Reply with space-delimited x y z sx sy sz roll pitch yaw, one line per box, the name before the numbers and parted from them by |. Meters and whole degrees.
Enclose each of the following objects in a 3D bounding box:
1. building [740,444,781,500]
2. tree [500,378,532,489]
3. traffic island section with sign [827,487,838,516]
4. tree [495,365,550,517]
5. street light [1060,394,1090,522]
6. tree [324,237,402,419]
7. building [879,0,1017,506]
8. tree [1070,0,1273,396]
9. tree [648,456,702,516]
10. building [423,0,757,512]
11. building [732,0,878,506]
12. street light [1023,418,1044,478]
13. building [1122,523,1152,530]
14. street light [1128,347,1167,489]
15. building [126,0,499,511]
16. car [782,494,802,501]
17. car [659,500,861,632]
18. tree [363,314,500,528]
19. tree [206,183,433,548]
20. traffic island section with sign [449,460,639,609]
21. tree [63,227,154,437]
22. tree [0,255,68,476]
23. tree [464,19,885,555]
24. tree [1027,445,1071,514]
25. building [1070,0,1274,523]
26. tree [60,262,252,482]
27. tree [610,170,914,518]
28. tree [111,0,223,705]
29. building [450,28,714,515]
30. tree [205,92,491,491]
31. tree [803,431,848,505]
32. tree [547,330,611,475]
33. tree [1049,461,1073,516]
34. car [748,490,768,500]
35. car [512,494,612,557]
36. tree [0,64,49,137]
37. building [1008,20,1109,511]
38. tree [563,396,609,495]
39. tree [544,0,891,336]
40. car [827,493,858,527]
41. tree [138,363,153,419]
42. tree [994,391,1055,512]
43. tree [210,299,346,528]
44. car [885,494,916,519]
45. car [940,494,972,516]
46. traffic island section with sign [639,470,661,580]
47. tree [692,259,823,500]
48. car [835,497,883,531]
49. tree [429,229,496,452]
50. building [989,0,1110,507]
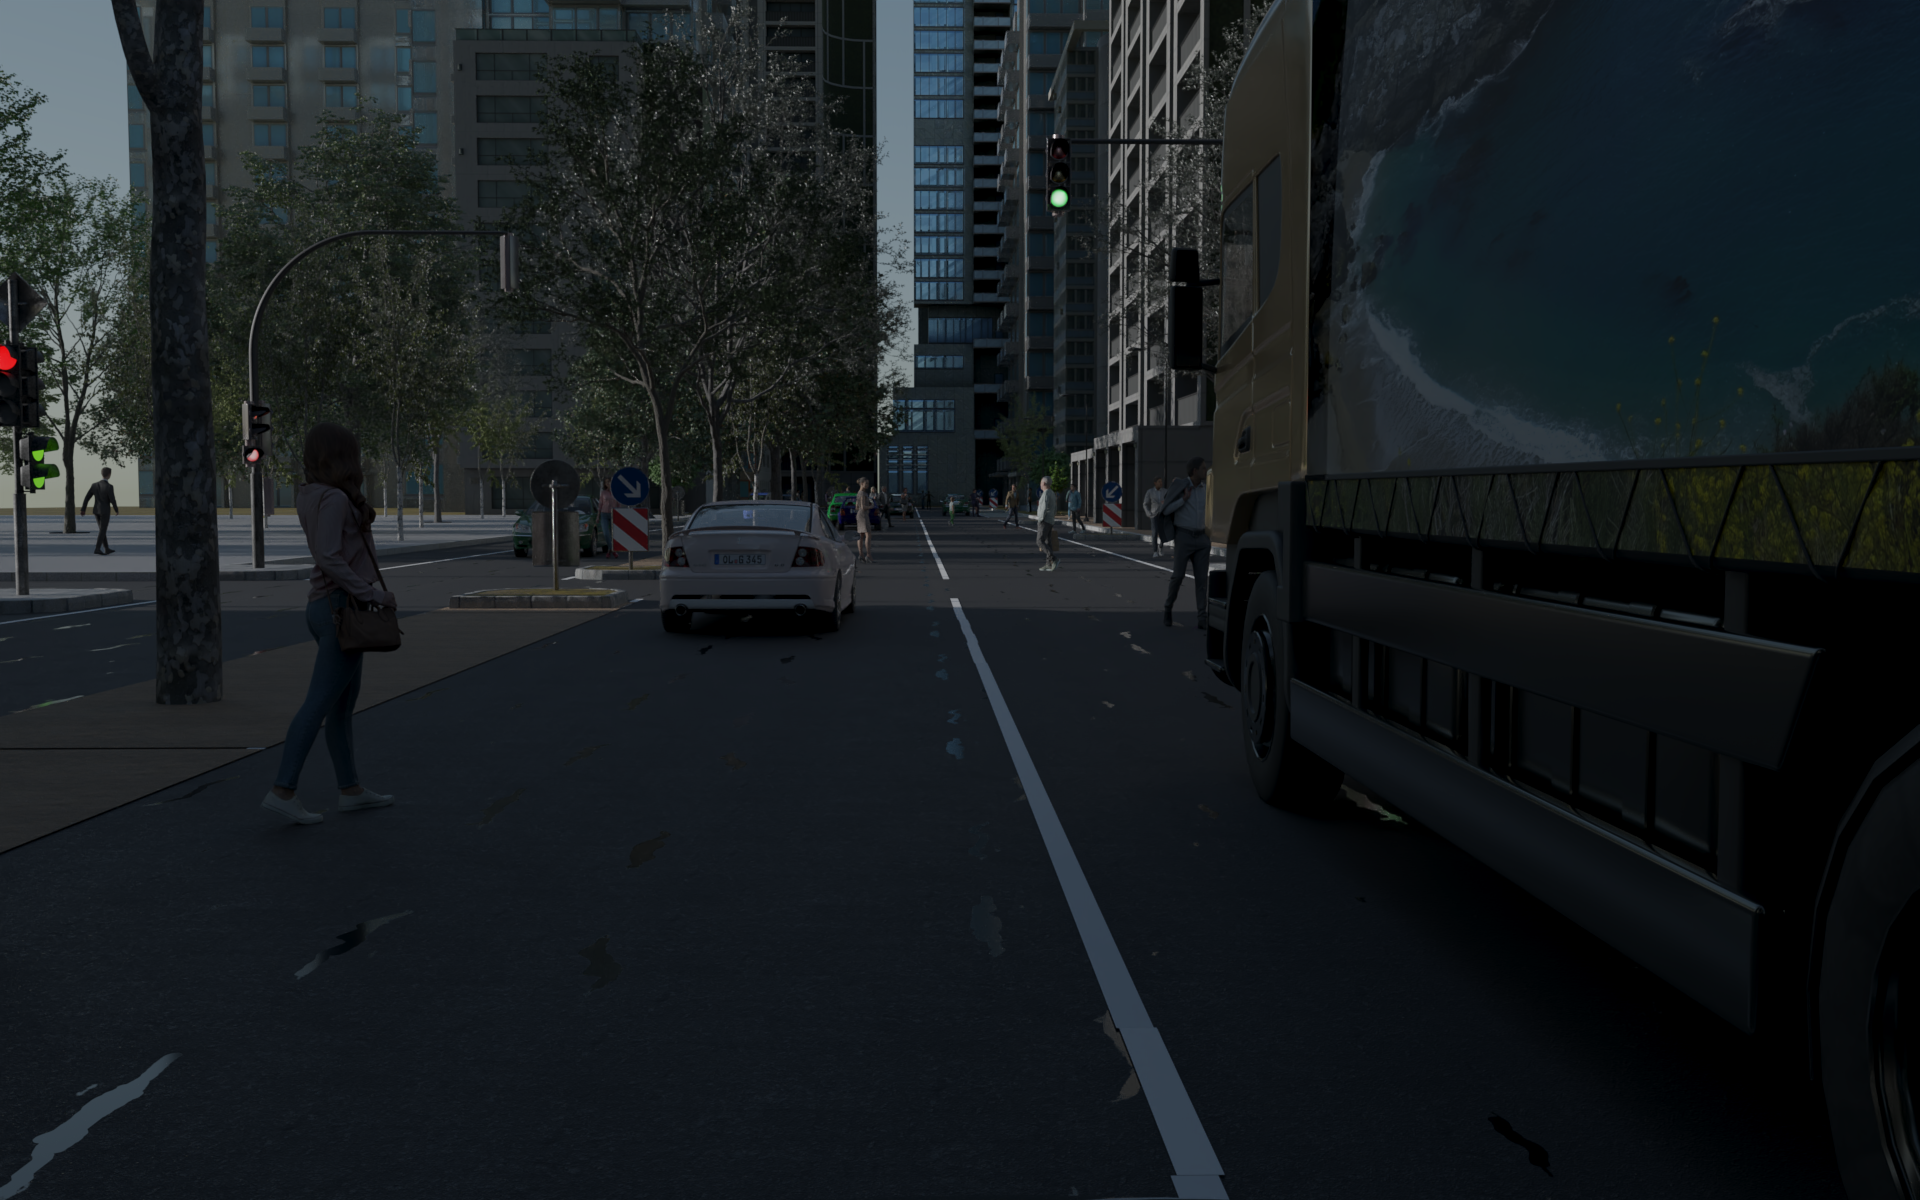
building | -32.800 -19.689 166.956 28.899 21.520 27.650 0 4 -2
tree | -24.591 -8.525 89.751 4.737 8.622 4.395 0 3 0
traffic island section with sign | -7.767 -5.924 104.987 2.006 1.907 1.989 0 4 -2
tree | -25.097 -8.908 96.016 4.360 8.622 3.978 0 3 0
street light | 5.351 -6.611 80.638 1.470 5.913 1.316 0 4 -2
tree | -23.452 -10.199 77.129 12.009 13.543 11.850 0 3 0
building | 6.328 -54.159 198.175 31.000 86.520 22.319 0 4 -2
tree | 7.959 -8.117 43.079 12.009 13.543 11.850 0 3 0
tree | -16.588 -7.155 100.691 4.285 4.588 4.351 0 3 0
building | -28.434 -31.423 133.377 23.786 49.044 30.456 0 4 -2
building | -19.873 -46.424 197.284 20.611 71.187 20.563 0 4 -2
street light | 4.524 -8.131 105.479 1.470 5.913 1.316 0 4 -2
building | 16.406 -38.302 64.495 20.563 71.187 20.611 0 4 -2
street light | 5.997 -5.042 54.979 1.470 5.913 1.316 0 4 -2
building | -62.617 -33.510 167.496 30.456 49.044 23.786 0 4 -2
car | -11.487 -6.314 115.234 2.014 1.417 4.499 0 4 -1
car | -2.181 -0.433 19.436 2.083 1.381 4.827 0 4 0
tree | -20.388 -7.079 66.105 4.737 8.622 4.395 0 3 0
tree | -15.515 -5.534 40.850 4.360 8.622 3.978 0 3 0
traffic island section with sign | -5.377 -0.877 22.476 2.006 1.907 1.989 0 4 -2
tree | -22.057 -5.949 47.630 4.360 8.622 3.978 0 3 0
tree | -40.233 -9.253 69.416 7.486 12.596 7.792 0 3 0
tree | -5.515 -5.880 33.014 8.767 10.594 7.601 0 4 -2
tree | 6.114 -7.931 113.383 4.285 4.588 4.351 0 3 0
building | 17.214 -40.051 93.088 20.563 71.187 20.611 0 4 -2
tree | -36.760 -10.088 81.945 9.611 12.733 9.660 0 3 0
tree | -6.443 -8.618 60.365 9.611 12.733 9.660 0 3 0
tree | -6.529 -9.404 12.105 12.611 20.169 13.585 0 3 0
building | -23.789 -20.795 111.696 14.160 30.474 14.107 0 4 -2
tree | -20.031 -9.185 56.830 9.857 13.997 8.962 0 3 0
tree | -7.297 -8.283 88.245 4.737 8.622 4.395 0 3 0
tree | -16.607 -10.649 91.120 9.611 12.733 9.660 0 3 0
tree | 5.625 -6.551 101.717 1.663 3.219 1.824 0 3 0
car | -10.196 -4.862 89.090 1.945 1.707 3.694 0 4 -2
car | -9.334 -1.787 41.018 2.131 1.459 4.920 0 4 -3
tree | -23.492 -6.900 38.567 9.928 11.665 9.643 0 3 0
building | 20.282 -27.319 138.548 32.217 40.220 23.993 0 4 -2
tree | -20.997 -9.212 100.981 4.737 8.622 4.395 0 3 0
tree | -6.023 -7.949 42.801 12.009 13.543 11.850 0 3 0
car | -4.706 -3.982 73.902 1.959 1.807 4.718 0 4 -2
tree | -32.948 -7.550 73.799 4.737 8.622 4.395 0 3 0
tree | 4.593 -10.567 123.131 4.737 8.622 4.395 0 3 0
tree | -26.184 -7.002 64.841 4.737 8.622 4.395 0 3 0
car | -3.571 -5.645 102.082 2.009 1.686 4.222 0 4 -1
car | -0.272 -6.305 114.886 2.131 1.459 4.920 0 4 -1
traffic island section with sign | -5.582 -1.330 29.880 2.006 1.907 1.989 0 4 -2
tree | -6.065 -6.018 51.221 4.360 8.622 3.978 0 3 0
car | -4.029 -3.474 69.373 1.945 1.354 3.894 0 4 -4
tree | -15.153 -5.938 47.449 4.360 8.622 3.978 0 3 0
building | 15.051 -33.391 165.554 23.786 49.044 30.456 0 4 -2
